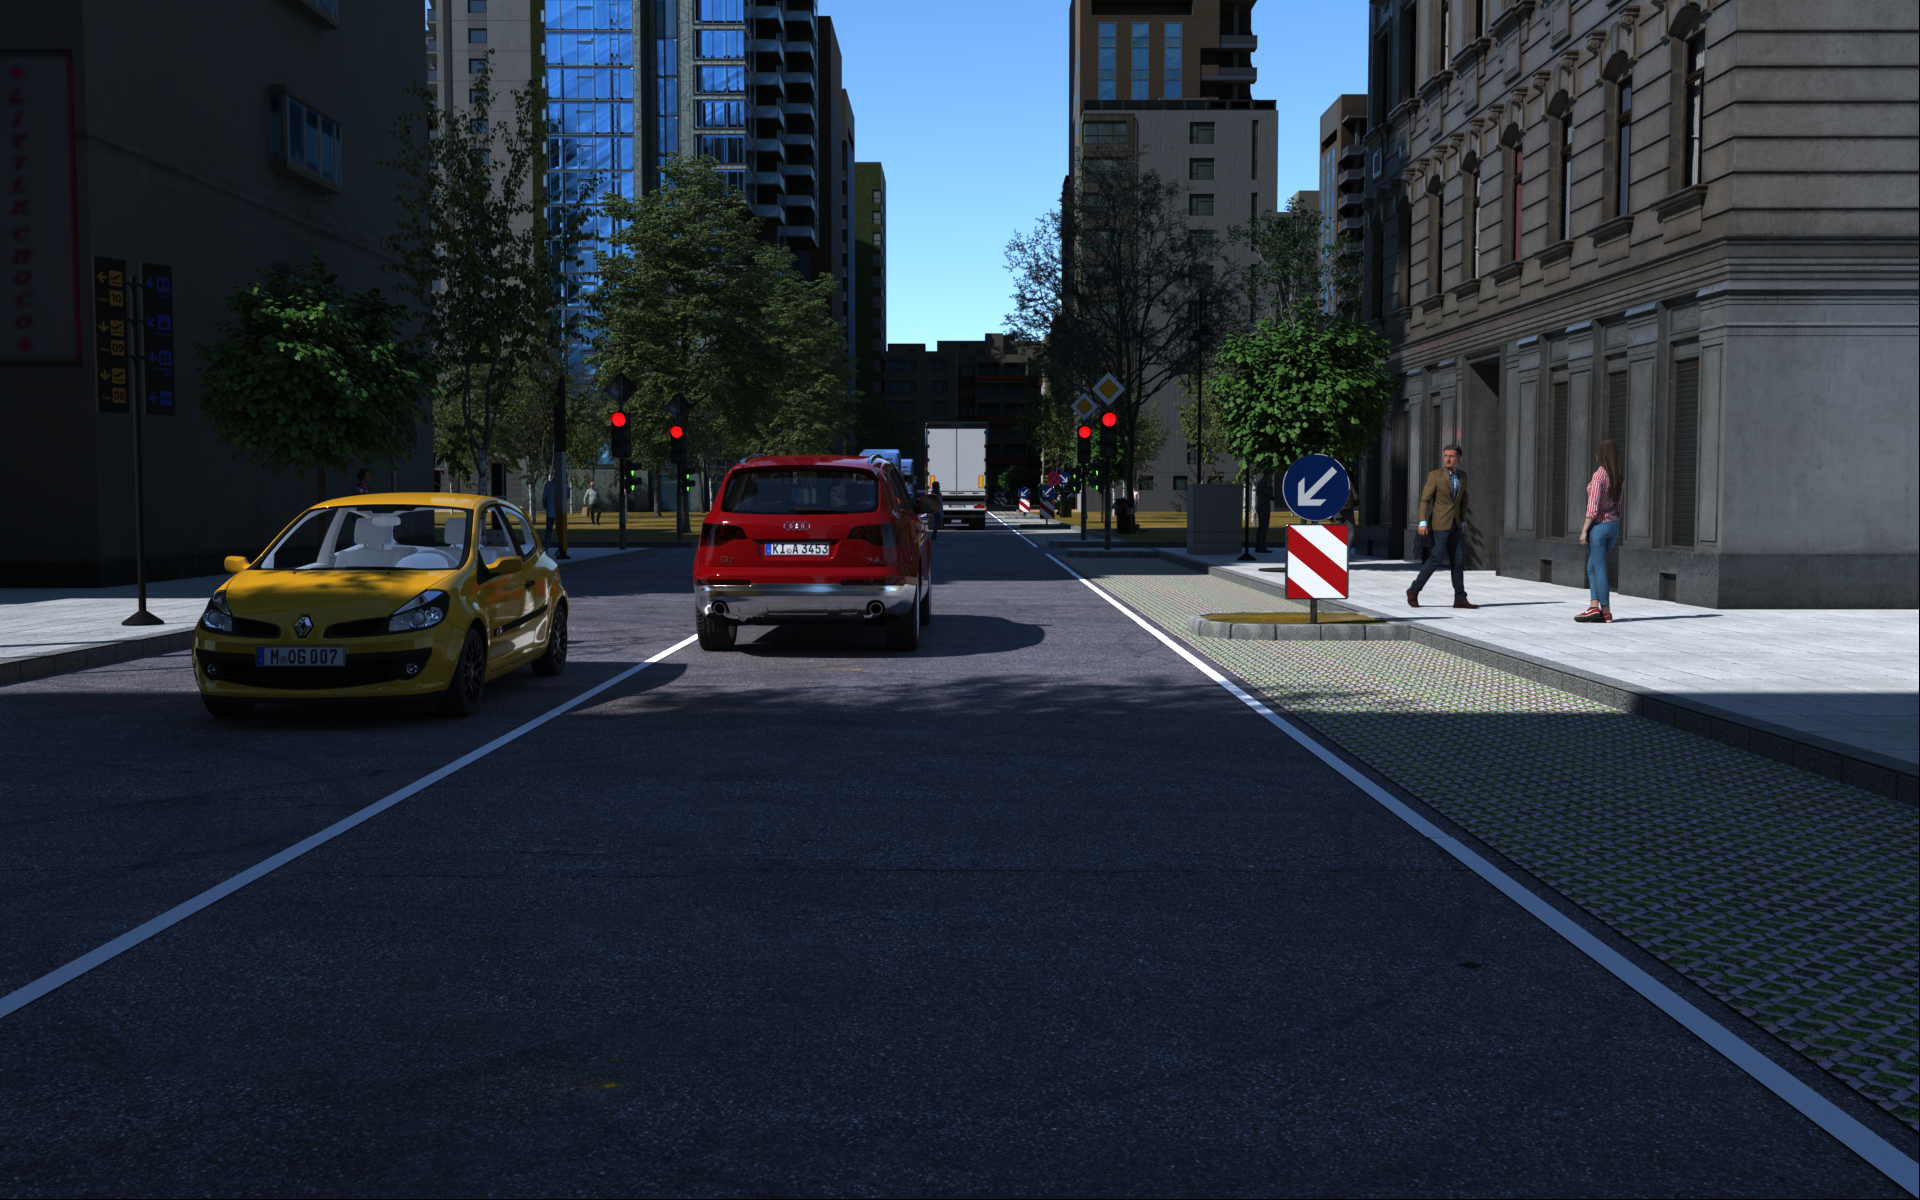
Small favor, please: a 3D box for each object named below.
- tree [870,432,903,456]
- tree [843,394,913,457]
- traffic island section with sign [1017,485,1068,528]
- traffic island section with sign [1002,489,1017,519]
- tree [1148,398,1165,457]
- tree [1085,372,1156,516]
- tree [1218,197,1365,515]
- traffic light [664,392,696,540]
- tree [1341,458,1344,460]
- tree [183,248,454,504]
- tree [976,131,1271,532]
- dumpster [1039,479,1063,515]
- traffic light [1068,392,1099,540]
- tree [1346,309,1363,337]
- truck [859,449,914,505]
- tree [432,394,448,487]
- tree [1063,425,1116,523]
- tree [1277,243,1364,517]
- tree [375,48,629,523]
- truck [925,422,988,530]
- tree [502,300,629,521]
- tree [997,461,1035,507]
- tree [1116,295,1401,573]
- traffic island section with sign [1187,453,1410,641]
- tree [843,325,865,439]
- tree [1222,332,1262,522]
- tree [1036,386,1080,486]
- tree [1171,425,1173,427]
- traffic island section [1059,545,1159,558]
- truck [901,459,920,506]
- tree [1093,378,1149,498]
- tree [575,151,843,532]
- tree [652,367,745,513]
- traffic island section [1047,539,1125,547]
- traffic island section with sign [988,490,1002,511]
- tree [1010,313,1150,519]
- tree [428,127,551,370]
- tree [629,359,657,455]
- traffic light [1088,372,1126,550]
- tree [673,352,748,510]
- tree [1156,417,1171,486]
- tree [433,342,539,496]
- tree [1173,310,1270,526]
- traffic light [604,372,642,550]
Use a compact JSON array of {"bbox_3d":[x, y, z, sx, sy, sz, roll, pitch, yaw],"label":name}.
[{"bbox_3d":[-8.465,-14.934,194.532,4.360,8.622,3.978,0,3,0],"label":"tree"},{"bbox_3d":[-9.197,-15.336,176.500,9.928,11.665,9.643,0,3,0],"label":"tree"},{"bbox_3d":[3.503,-3.911,72.570,1.989,1.847,2.006,0,3,0],"label":"traffic island section with sign"},{"bbox_3d":[3.560,-5.559,99.525,1.989,1.847,2.006,0,3,0],"label":"traffic island section with sign"},{"bbox_3d":[13.262,-8.760,93.591,4.737,8.622,4.395,0,3,0],"label":"tree"},{"bbox_3d":[8.990,-9.181,100.465,4.360,8.622,3.978,0,3,0],"label":"tree"},{"bbox_3d":[22.062,-15.457,108.605,12.611,20.169,13.585,0,3,0],"label":"tree"},{"bbox_3d":[-7.757,-3.605,47.863,0.839,4.253,0.868,0,3,0],"label":"traffic light"},{"bbox_3d":[24.952,-10.344,119.482,4.360,8.622,3.978,0,3,0],"label":"tree"},{"bbox_3d":[-8.582,-2.417,23.229,4.285,4.588,4.351,0,3,0],"label":"tree"},{"bbox_3d":[5.752,-9.098,59.124,12.009,13.543,11.850,0,3,0],"label":"tree"},{"bbox_3d":[5.599,-6.313,105.707,1.502,2.255,1.985,0,4,0],"label":"dumpster"},{"bbox_3d":[3.405,-3.605,47.857,0.839,4.253,0.868,0,3,0],"label":"traffic light"},{"bbox_3d":[22.055,-9.620,83.050,9.928,11.665,9.643,0,3,0],"label":"tree"},{"bbox_3d":[-4.593,-7.350,109.938,2.967,4.110,18.799,0,4,1],"label":"truck"},{"bbox_3d":[-32.015,-9.266,101.868,4.360,8.622,3.978,0,3,0],"label":"tree"},{"bbox_3d":[6.320,-5.761,77.900,4.285,4.588,4.351,0,3,0],"label":"tree"},{"bbox_3d":[11.628,-6.062,49.474,4.737,8.622,4.395,0,3,0],"label":"tree"},{"bbox_3d":[-8.089,-4.855,29.747,4.737,8.622,4.395,0,3,0],"label":"tree"},{"bbox_3d":[-0.152,-5.138,72.919,2.839,4.237,11.283,0,4,0],"label":"truck"},{"bbox_3d":[-15.700,-7.108,66.574,4.360,8.622,3.978,0,3,0],"label":"tree"},{"bbox_3d":[5.718,-11.489,171.553,4.285,4.588,4.351,0,3,0],"label":"tree"},{"bbox_3d":[5.628,-2.750,28.680,4.285,4.588,4.351,0,3,0],"label":"tree"},{"bbox_3d":[3.387,-0.558,17.753,1.989,1.847,2.006,0,3,0],"label":"traffic island section with sign"},{"bbox_3d":[-8.400,-9.878,79.632,7.486,12.596,7.792,0,3,0],"label":"tree"},{"bbox_3d":[13.487,-7.844,78.615,4.360,8.622,3.978,0,3,0],"label":"tree"},{"bbox_3d":[6.550,-9.888,112.037,4.737,8.622,4.395,0,3,0],"label":"tree"},{"bbox_3d":[12.288,-10.378,120.047,4.360,8.622,3.978,0,3,0],"label":"tree"},{"bbox_3d":[3.429,-1.083,39.986,2.009,0.180,2.903,0,3,0],"label":"traffic island section"},{"bbox_3d":[-4.577,-9.106,138.648,2.967,4.110,18.799,0,4,1],"label":"truck"},{"bbox_3d":[10.189,-9.451,104.881,4.737,8.622,4.395,0,3,0],"label":"tree"},{"bbox_3d":[-9.014,-8.530,57.590,7.486,12.596,7.792,0,3,0],"label":"tree"},{"bbox_3d":[-17.625,-11.159,116.854,7.601,10.594,8.767,2,4,31],"label":"tree"},{"bbox_3d":[3.445,-1.571,47.971,2.009,0.180,2.903,0,3,0],"label":"traffic island section"},{"bbox_3d":[3.646,-8.644,149.957,1.989,1.847,2.006,0,3,0],"label":"traffic island section with sign"},{"bbox_3d":[6.097,-9.446,88.860,7.601,10.594,8.767,-1,4,-8],"label":"tree"},{"bbox_3d":[-27.711,-14.220,88.383,12.611,20.169,13.585,0,3,0],"label":"tree"},{"bbox_3d":[-16.131,-8.055,82.060,4.360,8.622,3.978,0,3,0],"label":"tree"},{"bbox_3d":[3.389,-3.116,39.872,0.839,4.253,0.868,0,3,0],"label":"traffic light"},{"bbox_3d":[-12.492,-8.340,86.723,4.360,8.622,3.978,0,3,0],"label":"tree"},{"bbox_3d":[11.351,-9.980,113.541,4.360,8.622,3.978,0,3,0],"label":"tree"},{"bbox_3d":[-32.261,-12.200,117.604,7.486,12.596,7.792,0,3,0],"label":"tree"},{"bbox_3d":[11.535,-7.257,69.007,4.737,8.622,4.395,0,3,0],"label":"tree"},{"bbox_3d":[-7.772,-3.117,39.877,0.839,4.253,0.868,0,3,0],"label":"traffic light"}]
